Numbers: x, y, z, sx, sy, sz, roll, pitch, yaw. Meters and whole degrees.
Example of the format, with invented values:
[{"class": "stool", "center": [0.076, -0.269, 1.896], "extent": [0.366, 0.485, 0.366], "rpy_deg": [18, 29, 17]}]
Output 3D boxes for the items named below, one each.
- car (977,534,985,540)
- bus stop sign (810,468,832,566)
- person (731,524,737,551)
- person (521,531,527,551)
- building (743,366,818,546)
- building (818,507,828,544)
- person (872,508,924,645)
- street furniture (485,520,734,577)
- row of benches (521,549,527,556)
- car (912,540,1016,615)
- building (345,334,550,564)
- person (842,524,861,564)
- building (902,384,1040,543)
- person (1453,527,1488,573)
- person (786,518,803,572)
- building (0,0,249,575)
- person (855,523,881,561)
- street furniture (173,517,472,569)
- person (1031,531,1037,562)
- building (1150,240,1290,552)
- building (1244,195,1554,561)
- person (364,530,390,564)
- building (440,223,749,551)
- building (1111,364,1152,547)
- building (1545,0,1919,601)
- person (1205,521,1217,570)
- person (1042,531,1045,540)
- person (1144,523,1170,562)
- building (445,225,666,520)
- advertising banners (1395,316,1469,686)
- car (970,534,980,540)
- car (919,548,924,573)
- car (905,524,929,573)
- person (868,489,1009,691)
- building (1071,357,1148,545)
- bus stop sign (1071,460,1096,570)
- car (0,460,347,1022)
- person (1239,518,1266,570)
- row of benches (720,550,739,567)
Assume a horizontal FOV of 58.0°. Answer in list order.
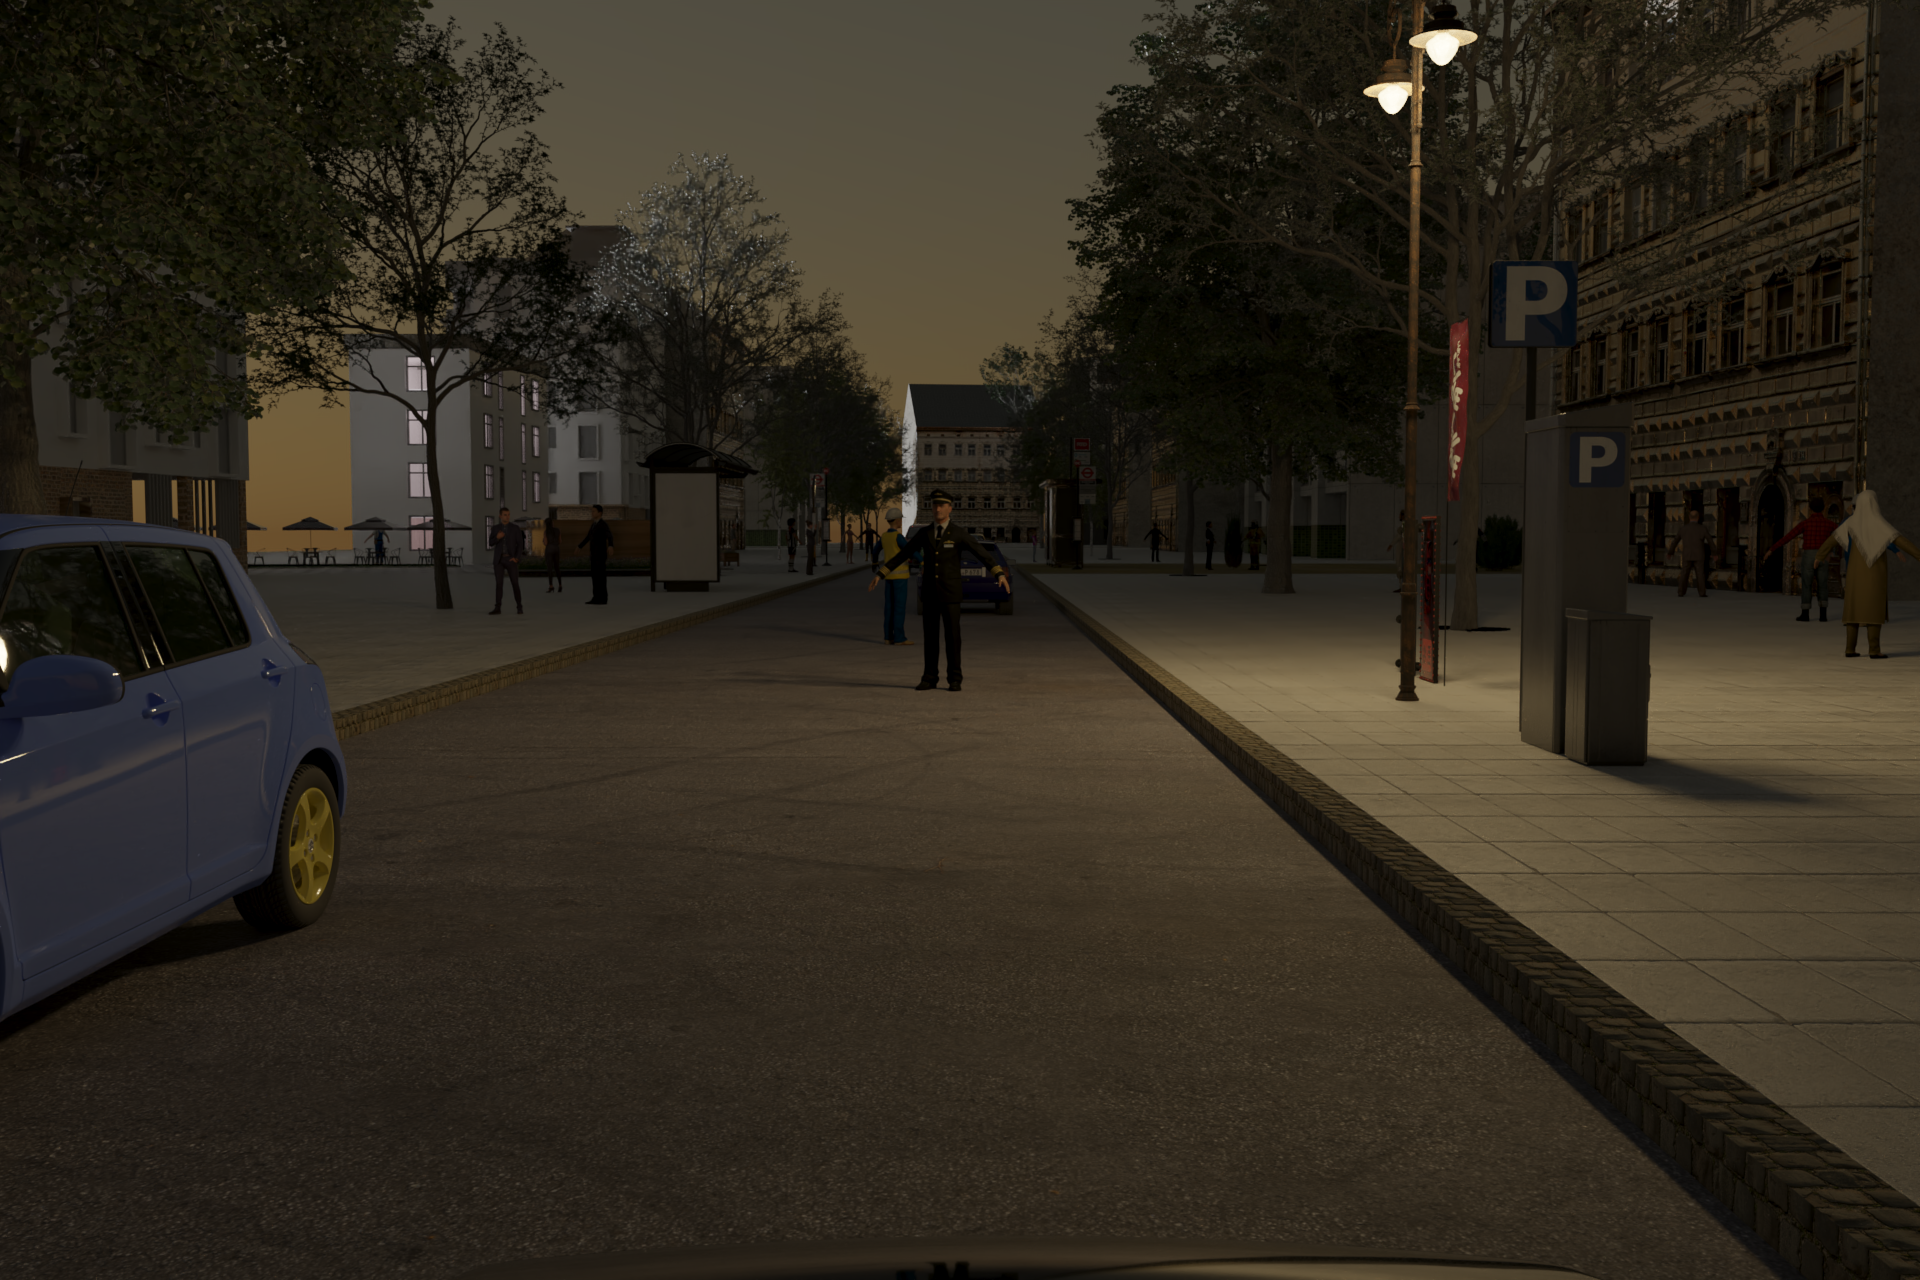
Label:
[{"class": "car", "center": [1.099, -7.035, 125.249], "extent": [2.015, 1.641, 3.980], "rpy_deg": [0, 4, 1]}, {"class": "bus stop sign", "center": [-5.599, -4.958, 69.761], "extent": [0.855, 3.939, 0.416], "rpy_deg": [0, 4, 0]}, {"class": "person", "center": [-11.311, -4.917, 86.656], "extent": [0.705, 1.796, 1.348], "rpy_deg": [0, 4, -3]}, {"class": "person", "center": [-19.731, -4.397, 78.075], "extent": [0.705, 1.806, 1.347], "rpy_deg": [0, 4, 6]}, {"class": "building", "center": [-26.050, -20.273, 197.915], "extent": [16.747, 18.905, 31.486], "rpy_deg": [0, 4, 1]}, {"class": "building", "center": [-23.108, -22.360, 222.001], "extent": [16.016, 20.090, 11.380], "rpy_deg": [0, 4, 0]}, {"class": "person", "center": [-0.772, -0.827, 22.437], "extent": [0.721, 1.772, 1.216], "rpy_deg": [-3, 5, -40]}, {"class": "street furniture", "center": [-12.103, -2.906, 54.367], "extent": [9.812, 1.723, 11.010], "rpy_deg": [-1, 4, -21]}, {"class": "row of benches", "center": [-18.297, -3.614, 74.553], "extent": [1.422, 0.672, 4.104], "rpy_deg": [2, 4, 26]}, {"class": "car", "center": [0.081, -1.184, 31.939], "extent": [1.945, 1.354, 3.894], "rpy_deg": [0, 4, 0]}, {"class": "building", "center": [-25.029, -8.843, 86.731], "extent": [9.099, 9.664, 28.070], "rpy_deg": [0, 4, 0]}, {"class": "person", "center": [-4.708, -4.167, 74.935], "extent": [0.721, 1.733, 1.217], "rpy_deg": [3, 4, 38]}, {"class": "building", "center": [1.514, -25.645, 252.674], "extent": [18.063, 23.208, 19.493], "rpy_deg": [0, 4, -8]}, {"class": "person", "center": [16.917, -3.148, 57.241], "extent": [0.705, 1.856, 1.354], "rpy_deg": [-3, 4, -36]}, {"class": "person", "center": [-5.617, -3.180, 58.139], "extent": [0.704, 1.843, 1.345], "rpy_deg": [-2, 4, -25]}, {"class": "building", "center": [-27.105, -11.257, 40.479], "extent": [16.016, 20.090, 11.380], "rpy_deg": [0, 4, 0]}, {"class": "person", "center": [-4.250, -4.597, 81.304], "extent": [1.346, 1.812, 0.704], "rpy_deg": [0, 4, 2]}, {"class": "street furniture", "center": [-32.922, -3.576, 63.490], "extent": [27.439, 1.986, 14.083], "rpy_deg": [0, 4, -1]}, {"class": "person", "center": [3.474, -4.288, 79.372], "extent": [0.599, 1.433, 0.991], "rpy_deg": [0, 4, 4]}, {"class": "building", "center": [24.677, -18.358, 131.089], "extent": [19.493, 23.208, 18.063], "rpy_deg": [0, 4, 0]}, {"class": "building", "center": [27.241, -14.233, 99.161], "extent": [16.747, 18.905, 31.486], "rpy_deg": [0, 4, 0]}, {"class": "person", "center": [-24.002, -4.013, 71.465], "extent": [0.705, 1.847, 1.347], "rpy_deg": [2, 4, 28]}, {"class": "building", "center": [-26.941, -18.400, 131.766], "extent": [19.493, 23.208, 18.063], "rpy_deg": [0, 4, 1]}, {"class": "building", "center": [25.840, -21.358, 180.125], "extent": [19.493, 23.208, 18.063], "rpy_deg": [0, 3, 0]}, {"class": "building", "center": [26.575, -12.881, 41.531], "extent": [19.493, 23.208, 18.063], "rpy_deg": [0, 4, 1]}, {"class": "person", "center": [8.989, -3.374, 61.879], "extent": [0.721, 1.740, 1.216], "rpy_deg": [1, 4, 20]}, {"class": "person", "center": [4.698, -5.240, 91.853], "extent": [0.705, 1.806, 1.347], "rpy_deg": [3, 5, 40]}, {"class": "person", "center": [9.015, -4.496, 79.734], "extent": [1.346, 1.802, 0.704], "rpy_deg": [2, 4, 34]}, {"class": "building", "center": [-25.507, -15.359, 107.545], "extent": [16.016, 20.090, 11.380], "rpy_deg": [0, 4, 0]}, {"class": "advertising banners", "center": [4.082, -1.151, 15.012], "extent": [0.090, 3.025, 2.074], "rpy_deg": [0, 4, 1]}, {"class": "car", "center": [0.604, -6.382, 116.144], "extent": [2.131, 1.459, 4.920], "rpy_deg": [0, 4, 1]}, {"class": "car", "center": [-0.377, -2.902, 56.241], "extent": [1.959, 1.807, 4.718], "rpy_deg": [0, 4, 1]}, {"class": "car", "center": [-1.116, -3.297, 62.585], "extent": [2.281, 1.827, 5.304], "rpy_deg": [0, 3, 0]}, {"class": "person", "center": [-0.177, -0.459, 15.889], "extent": [1.347, 1.837, 0.705], "rpy_deg": [1, 4, 17]}, {"class": "building", "center": [27.526, -22.765, 216.177], "extent": [27.936, 21.610, 32.646], "rpy_deg": [0, 4, 1]}, {"class": "bus stop sign", "center": [4.450, -4.507, 62.386], "extent": [0.855, 3.939, 0.416], "rpy_deg": [0, 4, 0]}, {"class": "car", "center": [-3.202, 0.278, 5.041], "extent": [1.945, 1.707, 3.694], "rpy_deg": [0, 4, 1]}, {"class": "person", "center": [10.491, -3.425, 61.763], "extent": [0.705, 1.858, 1.354], "rpy_deg": [-2, 4, -33]}, {"class": "row of benches", "center": [-9.932, -3.336, 70.014], "extent": [1.422, 0.672, 4.104], "rpy_deg": [-2, 4, -29]}]
